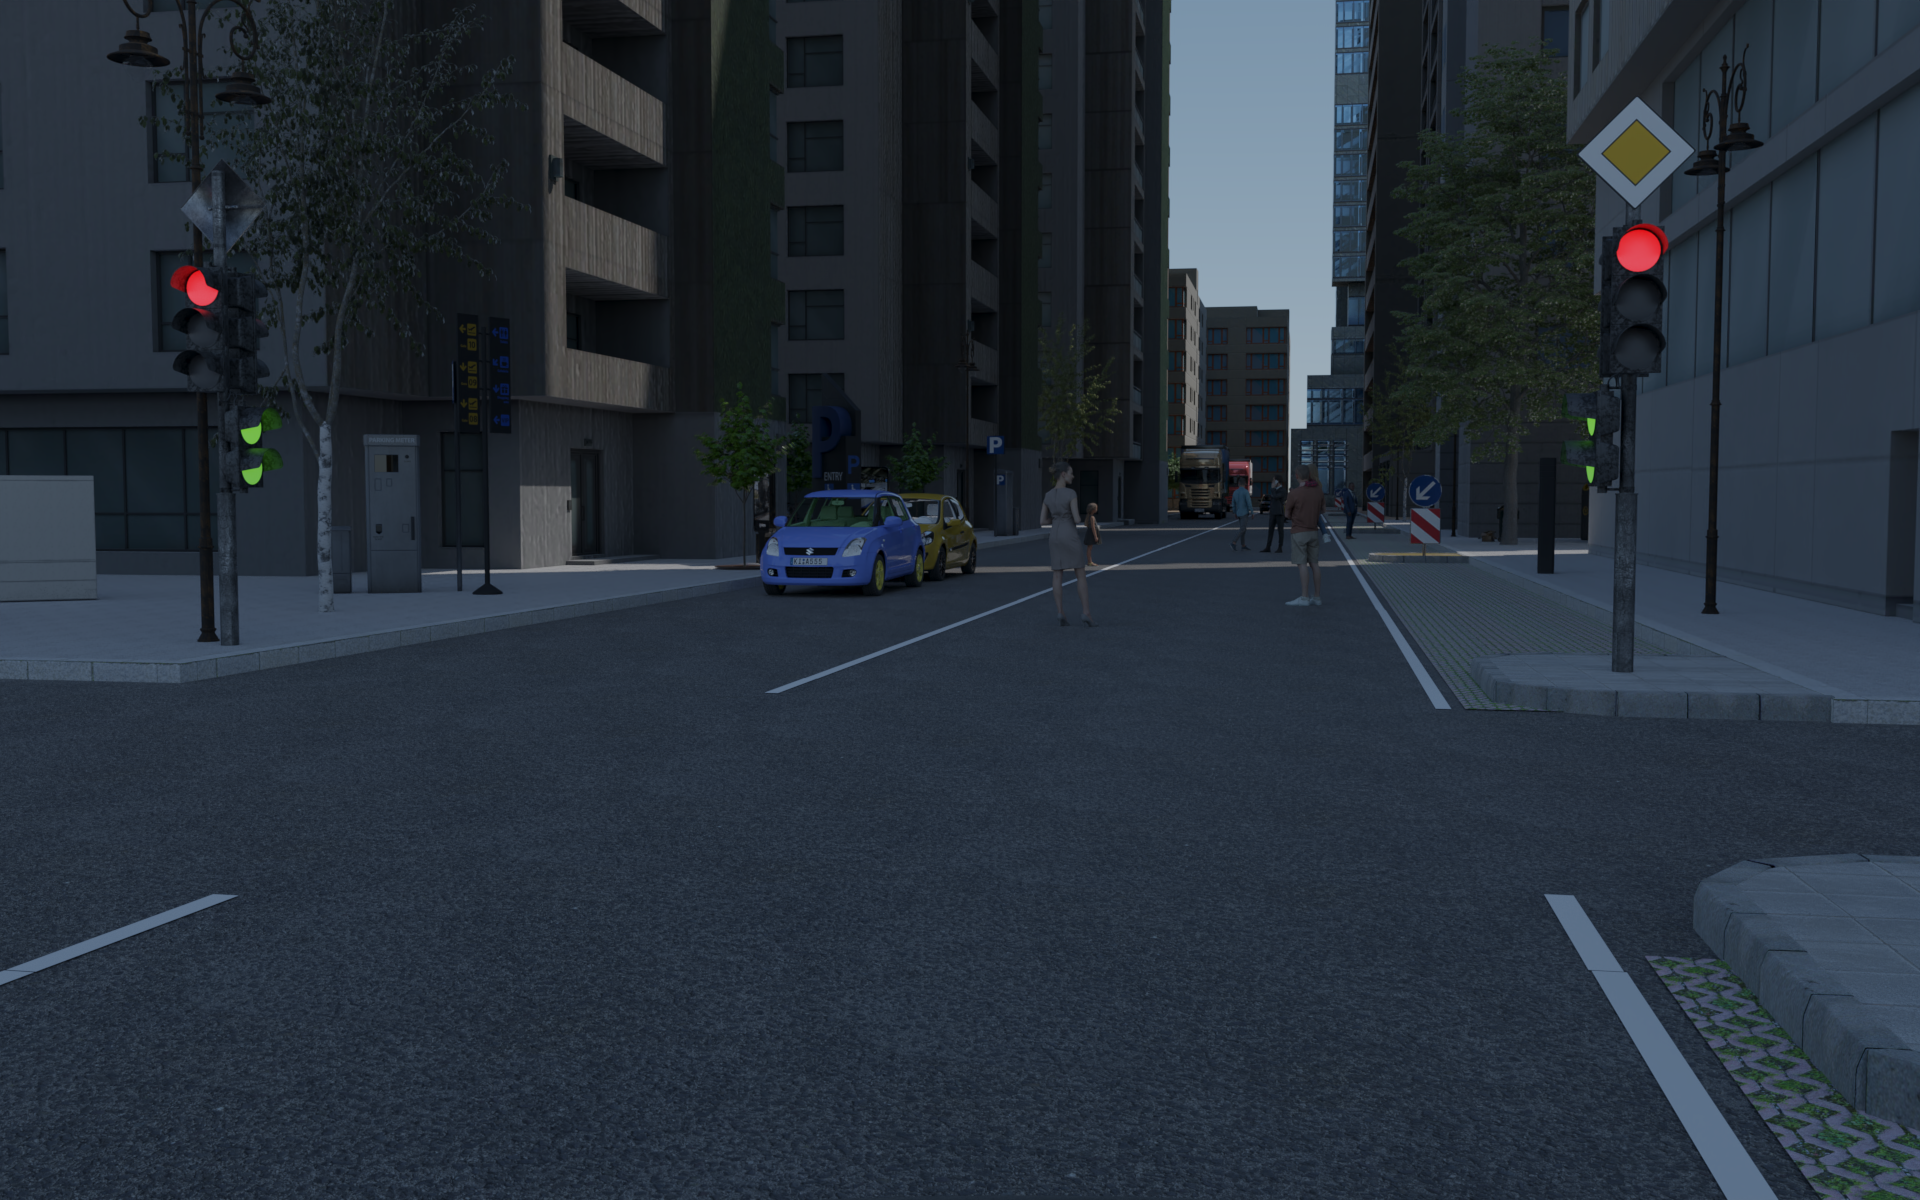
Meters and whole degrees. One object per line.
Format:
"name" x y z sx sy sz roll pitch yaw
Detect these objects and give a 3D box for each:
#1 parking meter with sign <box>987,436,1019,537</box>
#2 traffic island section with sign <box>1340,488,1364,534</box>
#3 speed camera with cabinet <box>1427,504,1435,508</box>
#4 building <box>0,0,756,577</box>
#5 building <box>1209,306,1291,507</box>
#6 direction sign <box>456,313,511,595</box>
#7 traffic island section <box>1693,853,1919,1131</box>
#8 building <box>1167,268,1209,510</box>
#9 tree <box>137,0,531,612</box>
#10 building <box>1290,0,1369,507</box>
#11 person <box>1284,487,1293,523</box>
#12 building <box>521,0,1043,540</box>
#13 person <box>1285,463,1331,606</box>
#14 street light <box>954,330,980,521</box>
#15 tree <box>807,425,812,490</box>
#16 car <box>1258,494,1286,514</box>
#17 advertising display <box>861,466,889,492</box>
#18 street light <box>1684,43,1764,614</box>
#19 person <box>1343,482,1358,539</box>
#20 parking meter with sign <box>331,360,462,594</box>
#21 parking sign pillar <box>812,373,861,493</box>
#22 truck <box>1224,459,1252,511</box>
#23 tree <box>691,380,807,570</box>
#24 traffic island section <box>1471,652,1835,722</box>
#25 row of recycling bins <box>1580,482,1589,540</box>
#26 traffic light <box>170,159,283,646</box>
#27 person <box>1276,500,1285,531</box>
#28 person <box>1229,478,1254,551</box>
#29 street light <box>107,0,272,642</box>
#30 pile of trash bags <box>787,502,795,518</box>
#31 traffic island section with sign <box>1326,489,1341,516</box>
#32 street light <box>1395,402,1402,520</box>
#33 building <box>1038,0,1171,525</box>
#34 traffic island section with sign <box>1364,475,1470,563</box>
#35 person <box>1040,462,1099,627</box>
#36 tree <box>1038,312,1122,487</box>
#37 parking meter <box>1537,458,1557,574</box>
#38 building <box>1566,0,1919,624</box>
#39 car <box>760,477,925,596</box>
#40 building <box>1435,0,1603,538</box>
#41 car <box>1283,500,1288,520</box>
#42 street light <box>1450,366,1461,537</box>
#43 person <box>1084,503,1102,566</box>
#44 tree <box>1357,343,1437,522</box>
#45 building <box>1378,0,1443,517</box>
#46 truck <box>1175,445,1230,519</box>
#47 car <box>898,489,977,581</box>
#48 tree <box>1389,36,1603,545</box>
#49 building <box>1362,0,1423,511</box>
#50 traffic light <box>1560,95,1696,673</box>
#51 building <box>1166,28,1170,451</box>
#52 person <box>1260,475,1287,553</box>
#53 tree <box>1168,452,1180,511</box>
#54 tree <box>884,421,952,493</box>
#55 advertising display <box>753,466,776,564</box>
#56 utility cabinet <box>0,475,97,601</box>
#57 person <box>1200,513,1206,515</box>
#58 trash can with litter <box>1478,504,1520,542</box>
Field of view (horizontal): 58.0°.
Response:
"parking meter with sign" 1.352 -3.457 52.780 0.543 3.016 1.738 1 4 19
"traffic island section with sign" 14.996 -3.330 63.077 1.989 1.847 2.006 1 4 11
"speed camera with cabinet" 23.577 -5.470 83.766 2.038 3.252 0.660 0 4 4
"building" -12.099 -15.947 32.441 14.160 30.474 14.107 1 4 11
"building" 20.352 -20.784 184.854 28.899 21.520 27.650 1 4 11
"direction sign" -6.053 -1.840 22.086 0.379 3.537 0.876 2 4 32
"traffic island section" 3.229 1.077 4.675 2.009 0.180 2.903 1 4 11
"building" 6.239 -18.784 152.153 28.899 21.520 27.650 1 4 11
"tree" -6.875 -4.188 18.839 4.360 8.622 3.978 0 3 0
"building" 49.802 -52.766 175.395 31.000 86.520 22.319 1 4 11
"person" 16.498 -4.720 86.077 0.834 1.777 0.661 2 4 25
"building" -5.154 -17.578 59.096 14.160 30.474 14.107 1 4 11
"person" 4.488 -0.849 22.356 0.573 1.828 0.580 1 4 17
"street light" 0.209 -4.653 48.858 0.468 5.910 1.993 1 4 11
"tree" -3.786 -2.829 40.859 1.663 3.219 1.824 0 3 0
"car" 22.301 -6.976 123.848 2.009 1.686 4.222 1 4 10
"advertising display" -2.130 -2.147 40.315 0.974 1.923 0.123 0 4 6
"street light" 8.044 -2.789 18.392 0.468 5.910 1.993 1 4 11
"person" 12.386 -2.832 54.983 0.419 1.800 0.721 3 4 38
"parking meter with sign" -7.388 -1.606 22.518 1.738 3.016 0.543 -1 4 -18
"parking sign pillar" -2.715 -3.032 38.051 1.447 3.967 1.447 -3 5 -39
"truck" 22.445 -9.312 141.169 2.839 4.237 11.283 1 4 11
"tree" -3.829 -2.144 29.649 1.663 3.219 1.824 0 3 0
"traffic island section" 4.805 0.598 12.503 2.009 0.180 2.903 1 4 11
"row of recycling bins" 17.394 -2.423 46.730 1.069 1.692 3.534 1 4 15
"traffic light" -6.179 -1.569 14.575 0.839 4.253 0.868 1 4 11
"person" 12.383 -3.601 67.712 0.374 1.781 0.599 -2 4 -35
"person" 7.047 -2.158 43.641 0.748 1.841 0.638 -1 4 -23
"street light" -6.542 -2.576 14.898 0.468 5.910 1.993 1 4 11
"pile of trash bags" -5.268 -2.238 46.343 3.447 1.369 1.912 -3 5 -41
"traffic island section with sign" 24.894 -6.339 112.264 1.989 1.847 2.006 1 4 11
"street light" 21.581 -6.883 85.317 0.468 5.910 1.993 1 4 11
"building" 2.289 -24.315 81.149 14.154 41.232 14.086 1 4 11
"traffic island section with sign" 9.680 -1.714 36.649 1.989 1.847 2.006 1 4 11
"person" 1.183 -0.607 18.768 0.599 1.781 0.374 3 5 39
"tree" 4.321 -7.386 71.131 4.737 8.622 4.395 0 3 0
"parking meter" 9.477 -1.362 27.972 0.255 1.863 0.399 1 4 17
"building" 22.845 -26.335 19.817 27.495 52.752 28.713 1 4 11
"car" -1.692 -0.977 25.559 1.945 1.707 3.694 1 4 12
"building" 27.981 -31.725 60.704 21.231 58.520 28.212 1 4 11
"car" 18.935 -5.285 96.634 2.015 1.641 3.980 1 4 13
"street light" 14.867 -4.844 51.993 0.468 5.910 1.993 1 4 11
"person" 2.638 -1.296 34.367 0.373 1.253 0.362 0 4 0
"tree" 20.719 -7.973 80.727 4.737 8.622 4.395 0 3 0
"building" 34.813 -40.275 96.754 20.563 71.187 20.611 1 4 11
"truck" 14.285 -6.869 101.229 2.839 4.237 11.283 1 4 11
"car" -0.855 -1.200 29.844 2.015 1.641 3.980 1 4 12
"tree" 14.320 -7.678 43.663 7.486 12.596 7.792 0 3 0
"building" 39.062 -30.256 118.386 21.300 48.544 21.600 1 4 11
"traffic light" 4.767 -1.436 12.397 0.839 4.253 0.868 1 4 11
"building" 7.411 -28.957 123.564 14.600 45.320 14.200 1 4 11
"person" 7.689 -2.108 42.328 0.474 1.900 0.648 -2 4 -27
"tree" 16.357 -9.129 132.979 4.285 4.588 4.351 0 3 0
"tree" -1.275 -3.155 46.194 1.663 3.219 1.824 0 3 0
"advertising display" -3.578 -1.619 31.681 0.123 1.923 0.974 -2 4 -24
"utility cabinet" -11.009 -0.738 20.738 1.173 1.500 0.318 -2 4 -27
"person" 16.485 -6.667 117.959 0.568 1.767 0.683 -3 4 -36
"trash can with litter" 14.428 -2.141 46.396 1.055 1.170 0.624 2 4 34
